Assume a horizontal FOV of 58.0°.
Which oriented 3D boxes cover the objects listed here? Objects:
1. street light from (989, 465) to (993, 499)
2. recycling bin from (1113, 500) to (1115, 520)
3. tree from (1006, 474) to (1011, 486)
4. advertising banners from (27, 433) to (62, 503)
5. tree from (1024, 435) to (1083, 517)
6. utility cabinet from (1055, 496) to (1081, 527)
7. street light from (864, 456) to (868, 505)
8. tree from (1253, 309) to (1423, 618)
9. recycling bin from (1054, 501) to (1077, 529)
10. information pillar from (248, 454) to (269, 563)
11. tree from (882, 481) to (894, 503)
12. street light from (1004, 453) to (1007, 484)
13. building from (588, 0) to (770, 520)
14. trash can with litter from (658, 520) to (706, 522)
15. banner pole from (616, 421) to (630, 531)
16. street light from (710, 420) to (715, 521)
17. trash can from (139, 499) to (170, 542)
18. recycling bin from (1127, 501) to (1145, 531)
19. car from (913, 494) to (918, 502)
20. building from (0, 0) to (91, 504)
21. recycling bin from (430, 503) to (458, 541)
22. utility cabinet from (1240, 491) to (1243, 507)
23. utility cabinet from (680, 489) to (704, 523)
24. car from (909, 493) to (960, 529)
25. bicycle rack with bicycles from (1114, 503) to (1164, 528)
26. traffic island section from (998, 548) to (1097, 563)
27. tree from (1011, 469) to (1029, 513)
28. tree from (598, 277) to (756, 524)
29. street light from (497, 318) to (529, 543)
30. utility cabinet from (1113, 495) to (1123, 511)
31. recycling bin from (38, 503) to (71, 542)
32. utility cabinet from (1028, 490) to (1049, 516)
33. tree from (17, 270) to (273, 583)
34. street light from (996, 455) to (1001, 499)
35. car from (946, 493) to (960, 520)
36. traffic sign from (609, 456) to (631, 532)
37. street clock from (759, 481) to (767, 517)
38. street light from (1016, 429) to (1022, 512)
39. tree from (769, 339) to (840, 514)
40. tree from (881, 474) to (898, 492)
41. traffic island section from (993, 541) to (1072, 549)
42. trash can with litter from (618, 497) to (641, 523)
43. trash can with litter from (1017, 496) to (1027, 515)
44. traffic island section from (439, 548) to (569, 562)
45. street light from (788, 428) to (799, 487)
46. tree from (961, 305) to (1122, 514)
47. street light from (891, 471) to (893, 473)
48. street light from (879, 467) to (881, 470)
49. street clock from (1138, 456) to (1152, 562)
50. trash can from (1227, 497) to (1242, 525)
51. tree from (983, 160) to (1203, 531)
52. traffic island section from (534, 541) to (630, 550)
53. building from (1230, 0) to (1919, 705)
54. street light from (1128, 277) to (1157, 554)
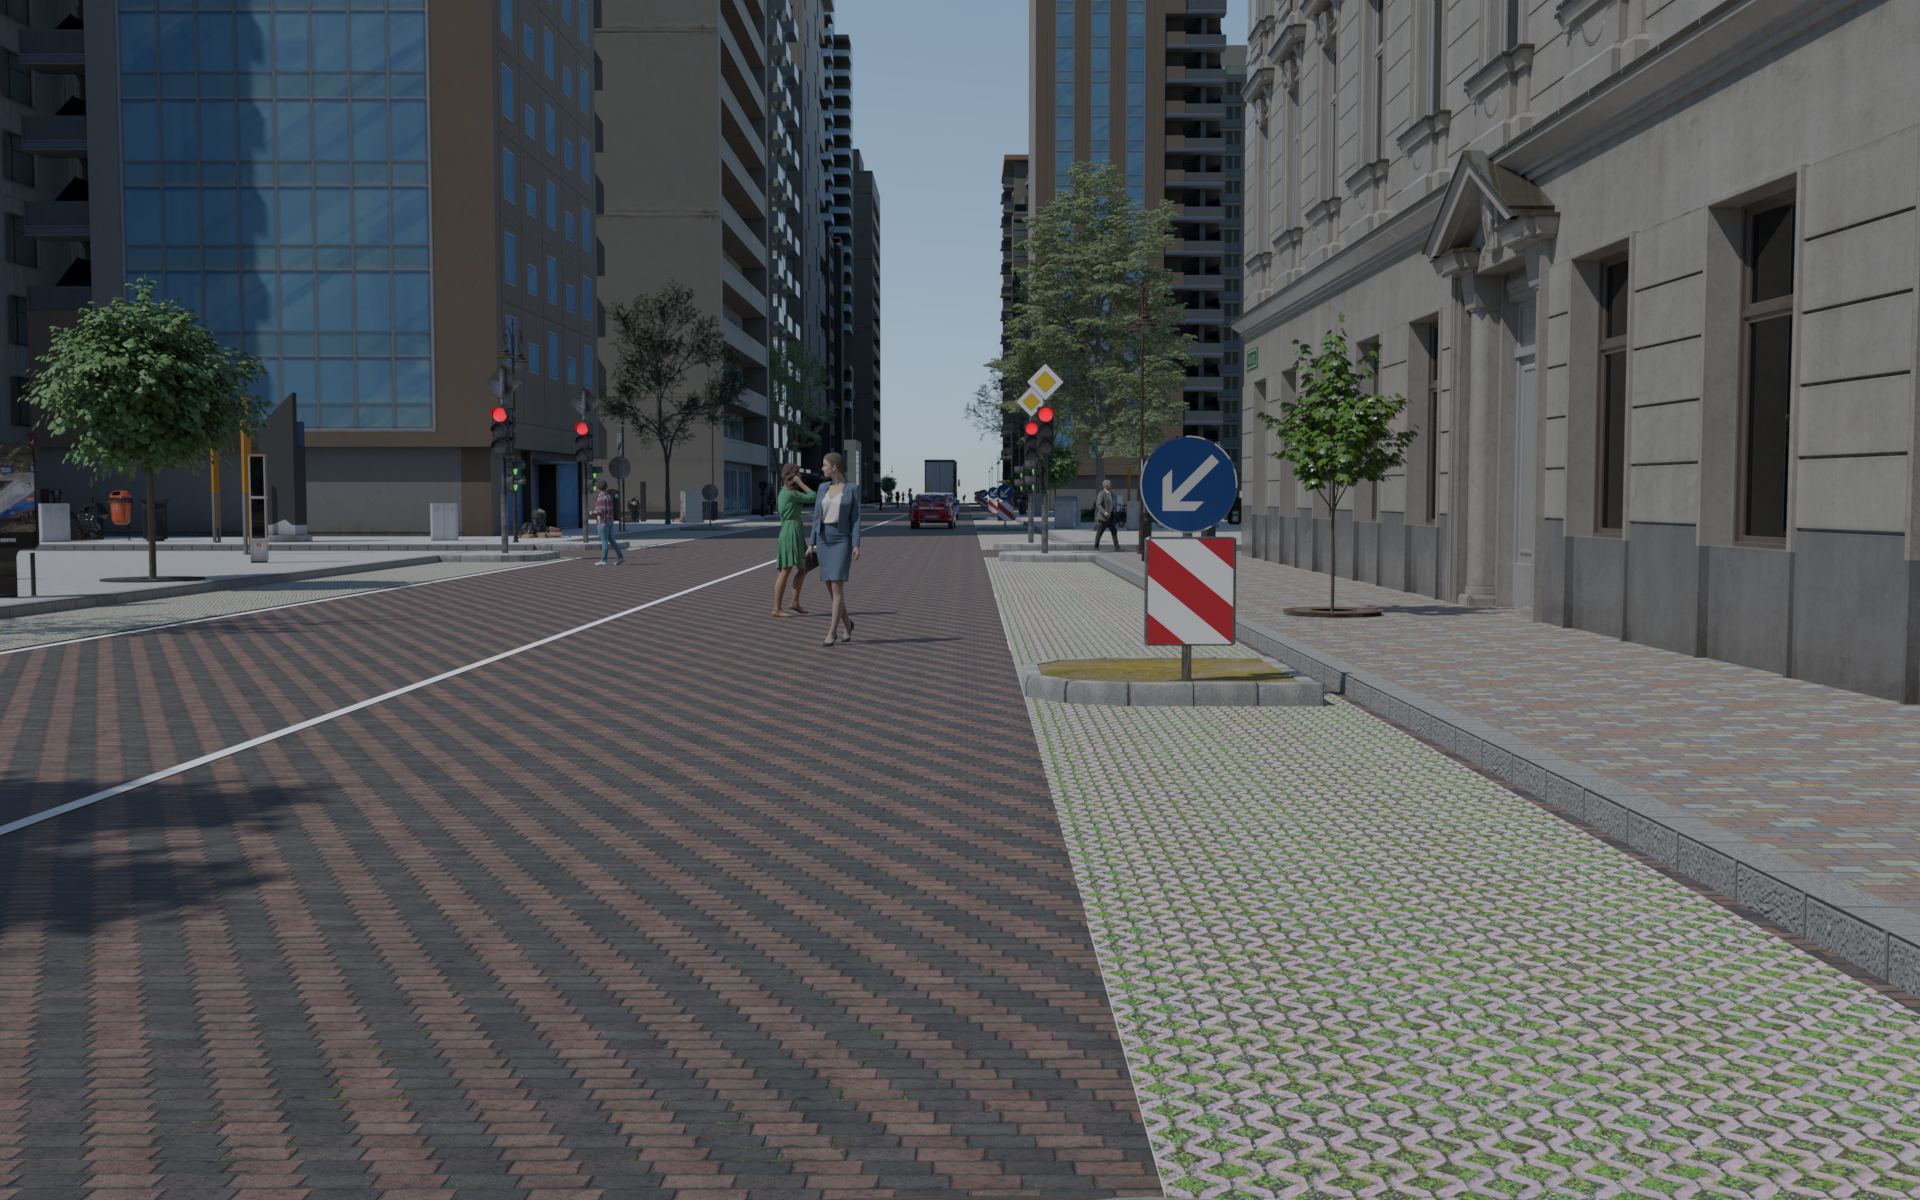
[{"bbox_3d":[4.762,-18.749,279.327,0.468,5.910,1.993,0,4,0],"label":"street light"},{"bbox_3d":[6.306,-3.809,74.826,0.722,1.027,0.722,0,4,7],"label":"recycling bin"},{"bbox_3d":[4.081,-8.605,135.300,1.663,3.219,1.824,0,3,0],"label":"tree"},{"bbox_3d":[-26.585,-3.311,50.320,0.090,3.025,2.074,0,4,-4],"label":"advertising banners"},{"bbox_3d":[5.250,-6.939,97.171,4.285,4.588,4.351,0,3,0],"label":"tree"},{"bbox_3d":[4.238,-3.480,68.062,1.020,1.237,0.306,2,4,34],"label":"utility cabinet"},{"bbox_3d":[-11.173,-14.266,206.038,0.468,5.910,1.993,0,4,0],"label":"street light"},{"bbox_3d":[3.962,-1.445,18.220,1.663,3.219,1.824,0,3,0],"label":"tree"},{"bbox_3d":[3.935,-3.185,64.625,0.722,1.027,0.722,1,4,14],"label":"recycling bin"},{"bbox_3d":[-13.068,-1.698,32.262,0.304,2.012,0.304,-1,4,-17],"label":"information pillar"},{"bbox_3d":[-11.220,-16.476,263.988,1.663,3.219,1.824,0,3,0],"label":"tree"},{"bbox_3d":[4.238,-11.437,159.780,0.468,5.910,1.993,0,4,0],"label":"street light"},{"bbox_3d":[-22.438,-28.834,95.130,21.300,48.544,21.600,0,4,0],"label":"building"},{"bbox_3d":[-12.775,-4.207,79.847,2.233,1.210,1.678,1,4,10],"label":"trash can with litter"},{"bbox_3d":[-11.583,-4.231,59.201,0.401,3.779,0.863,1,4,9],"label":"banner pole"},{"bbox_3d":[-11.780,-6.710,82.494,0.468,5.910,1.993,0,4,0],"label":"street light"},{"bbox_3d":[-21.802,-2.156,46.905,0.748,1.137,0.748,0,3,0],"label":"trash can"},{"bbox_3d":[6.282,-2.976,61.210,0.722,1.027,0.722,1,4,10],"label":"recycling bin"},{"bbox_3d":[-4.930,-12.987,221.126,1.959,1.807,4.718,0,4,2],"label":"car"},{"bbox_3d":[-36.255,-22.557,52.399,14.086,41.232,14.154,0,4,0],"label":"building"},{"bbox_3d":[-14.235,-2.156,47.804,0.722,1.027,0.722,-1,4,-17],"label":"recycling bin"},{"bbox_3d":[19.510,-6.732,118.747,0.318,1.500,1.173,2,4,31],"label":"utility cabinet"},{"bbox_3d":[-11.749,-4.115,75.961,0.318,1.500,1.173,2,4,34],"label":"utility cabinet"},{"bbox_3d":[-1.099,-3.897,72.754,2.155,1.783,4.494,0,4,2],"label":"car"},{"bbox_3d":[6.730,-3.225,66.106,2.852,0.926,2.925,3,5,45],"label":"bicycle rack with bicycles"},{"bbox_3d":[1.858,-0.932,37.518,2.009,0.180,2.903,0,4,0],"label":"traffic island section"},{"bbox_3d":[4.721,-7.629,119.337,1.663,3.219,1.824,0,3,0],"label":"tree"},{"bbox_3d":[-12.257,-8.520,73.707,8.767,10.594,7.601,2,4,26],"label":"tree"},{"bbox_3d":[-11.756,-4.457,45.665,0.468,5.910,1.993,0,4,0],"label":"street light"},{"bbox_3d":[10.530,-6.381,115.494,0.306,1.237,1.020,2,4,27],"label":"utility cabinet"},{"bbox_3d":[-24.337,-2.073,46.440,0.722,1.027,0.722,-3,5,-40],"label":"recycling bin"},{"bbox_3d":[4.518,-5.581,99.932,1.173,1.500,0.318,1,4,18],"label":"utility cabinet"},{"bbox_3d":[-12.098,-2.564,25.642,4.285,4.588,4.351,0,3,0],"label":"tree"},{"bbox_3d":[4.462,-14.239,205.590,0.468,5.910,1.993,0,4,0],"label":"street light"},{"bbox_3d":[-0.952,-5.438,98.508,1.945,1.707,3.694,0,4,-2],"label":"car"},{"bbox_3d":[-11.502,-3.574,58.545,0.768,2.556,0.104,0,4,4],"label":"traffic sign"},{"bbox_3d":[-11.246,-5.763,98.803,0.358,2.002,0.471,2,4,29],"label":"street clock"},{"bbox_3d":[4.221,-9.184,122.951,0.468,5.910,1.993,0,4,0],"label":"street light"},{"bbox_3d":[-11.633,-11.395,112.060,9.928,11.665,9.643,0,3,0],"label":"tree"},{"bbox_3d":[-11.500,-17.809,274.887,4.285,4.588,4.351,0,3,0],"label":"tree"},{"bbox_3d":[1.886,-1.420,45.503,2.009,0.180,2.903,0,4,0],"label":"traffic island section"},{"bbox_3d":[-14.630,-3.989,76.601,1.055,1.170,0.624,2,4,24],"label":"trash can with litter"},{"bbox_3d":[3.812,-5.811,106.391,0.624,1.170,1.055,0,4,2],"label":"trash can with litter"},{"bbox_3d":[-9.883,-0.935,37.564,2.009,0.180,2.903,0,4,0],"label":"traffic island section"},{"bbox_3d":[-11.615,-8.962,119.323,0.468,5.910,1.993,0,4,0],"label":"street light"},{"bbox_3d":[5.354,-12.204,109.899,12.009,13.543,11.850,0,3,0],"label":"tree"},{"bbox_3d":[-10.990,-18.783,279.885,0.468,5.910,1.993,0,4,0],"label":"street light"},{"bbox_3d":[-11.219,-16.519,242.868,0.468,5.910,1.993,0,4,0],"label":"street light"},{"bbox_3d":[3.557,-1.736,32.948,0.358,2.002,0.471,0,4,2],"label":"street clock"},{"bbox_3d":[11.572,-3.749,72.945,0.748,1.137,0.748,0,3,0],"label":"trash can"},{"bbox_3d":[4.604,-8.671,59.900,7.486,12.596,7.792,0,3,0],"label":"tree"},{"bbox_3d":[-9.856,-1.423,45.549,2.009,0.180,2.903,0,4,0],"label":"traffic island section"},{"bbox_3d":[13.681,-14.521,13.840,17.030,29.872,44.131,0,4,0],"label":"building"},{"bbox_3d":[3.884,-3.926,36.980,0.468,5.910,1.993,0,4,0],"label":"street light"}]
